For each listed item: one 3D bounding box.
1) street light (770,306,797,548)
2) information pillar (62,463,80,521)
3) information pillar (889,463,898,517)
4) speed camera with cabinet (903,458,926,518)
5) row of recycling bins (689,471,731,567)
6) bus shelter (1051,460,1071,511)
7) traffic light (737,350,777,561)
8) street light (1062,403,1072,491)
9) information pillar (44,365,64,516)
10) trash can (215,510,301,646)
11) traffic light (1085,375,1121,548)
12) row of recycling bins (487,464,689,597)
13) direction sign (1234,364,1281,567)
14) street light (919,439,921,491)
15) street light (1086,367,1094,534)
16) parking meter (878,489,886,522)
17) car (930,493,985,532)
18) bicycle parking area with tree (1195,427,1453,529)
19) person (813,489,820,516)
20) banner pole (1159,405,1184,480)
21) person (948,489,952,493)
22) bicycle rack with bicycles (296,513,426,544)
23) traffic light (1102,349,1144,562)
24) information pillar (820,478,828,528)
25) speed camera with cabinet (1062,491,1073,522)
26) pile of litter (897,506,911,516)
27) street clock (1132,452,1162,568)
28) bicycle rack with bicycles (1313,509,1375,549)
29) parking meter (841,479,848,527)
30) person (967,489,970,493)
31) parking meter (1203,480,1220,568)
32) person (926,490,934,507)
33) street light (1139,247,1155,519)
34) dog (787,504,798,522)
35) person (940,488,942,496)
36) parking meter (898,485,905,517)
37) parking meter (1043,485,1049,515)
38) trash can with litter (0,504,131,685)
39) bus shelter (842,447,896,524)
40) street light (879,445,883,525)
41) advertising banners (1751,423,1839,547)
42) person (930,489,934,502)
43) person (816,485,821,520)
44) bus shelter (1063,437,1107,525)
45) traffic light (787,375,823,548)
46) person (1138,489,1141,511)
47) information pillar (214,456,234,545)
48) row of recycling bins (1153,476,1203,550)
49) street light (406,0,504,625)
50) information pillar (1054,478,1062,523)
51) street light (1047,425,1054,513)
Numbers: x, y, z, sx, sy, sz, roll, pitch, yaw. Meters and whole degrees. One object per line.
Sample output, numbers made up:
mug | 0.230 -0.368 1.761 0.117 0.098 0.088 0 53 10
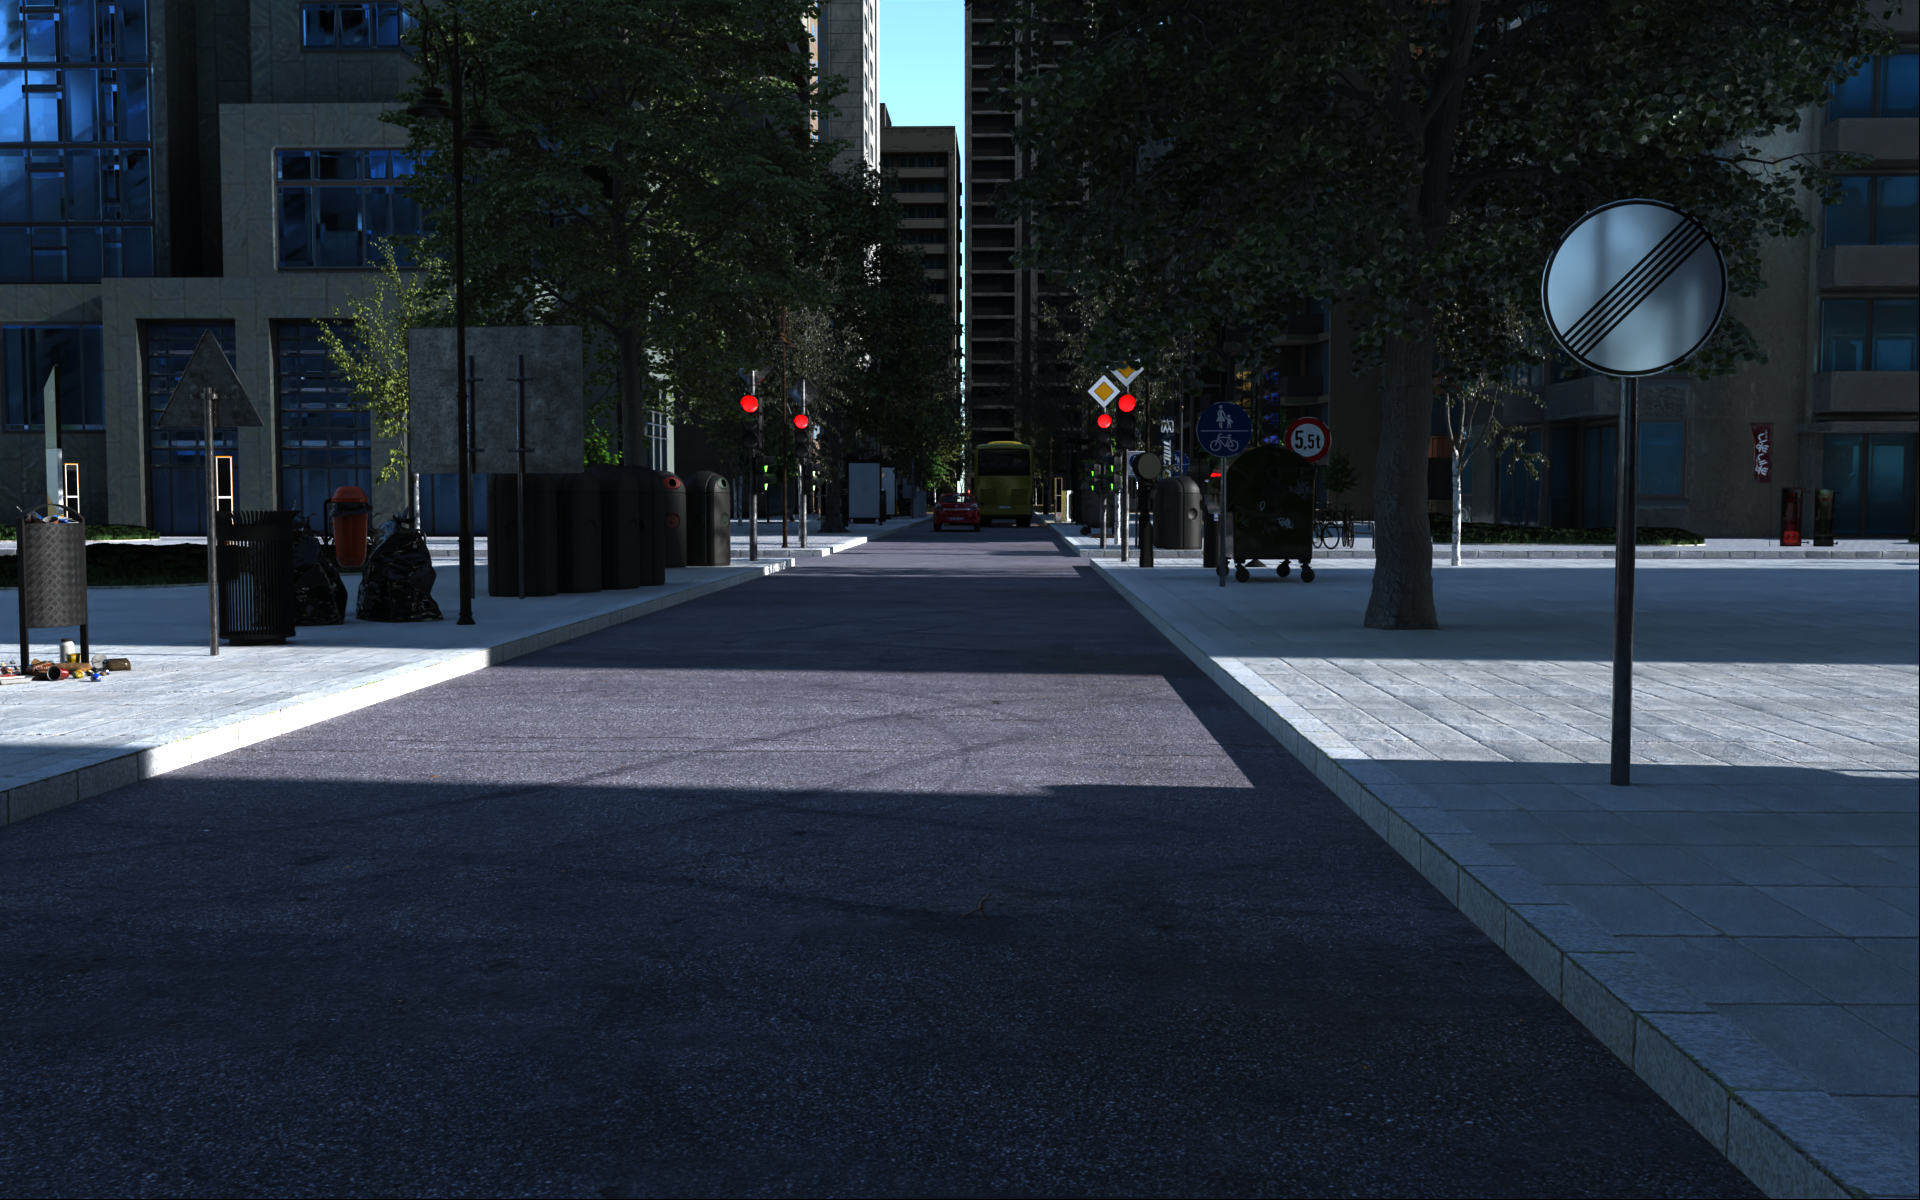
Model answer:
street light | -4.188 -4.189 41.285 0.468 5.910 1.993 0 4 2
information pillar | -21.352 -2.269 41.589 0.304 2.012 0.304 -3 5 -43
information pillar | -3.716 -6.440 96.653 0.504 3.616 0.183 1 4 21
speed camera with cabinet | -2.496 -6.176 95.318 0.660 3.252 2.038 1 4 21
row of recycling bins | -5.543 -1.403 30.049 1.069 1.692 3.534 3 5 44
bus shelter | 6.550 -6.821 105.444 2.014 3.302 5.546 0 4 2
traffic light | -3.936 -2.699 33.044 0.839 4.253 0.868 0 4 2
street light | 5.316 -6.935 86.183 0.468 5.910 1.993 0 4 2
information pillar | -16.553 -2.465 31.661 0.504 3.616 0.183 3 5 39
trash can | -6.022 -0.194 14.818 0.748 1.137 0.748 0 3 0
traffic light | 3.364 -3.175 40.828 0.839 4.253 0.868 0 4 2
row of recycling bins | -5.017 -0.981 23.158 1.069 1.692 3.534 1 4 21
direction sign | 5.206 -2.350 30.412 0.876 3.537 0.379 -1 4 -16
street light | -2.313 -7.791 100.163 0.468 5.910 1.993 0 4 2
street light | 4.201 -5.100 56.169 0.468 5.910 1.993 0 4 2
parking meter | -3.612 -4.411 80.524 0.372 1.533 0.369 0 3 0
car | -0.103 -3.571 67.426 2.155 1.783 4.494 0 4 1
bicycle parking area with tree | 12.989 -4.472 60.120 8.231 4.147 9.016 1 4 18
person | -7.886 -5.527 97.161 0.760 1.731 0.466 -1 4 -14
banner pole | 6.005 -3.601 48.895 0.863 3.779 0.401 0 4 -4
person | -0.931 -9.454 161.443 1.217 1.723 0.721 0 4 5
bicycle rack with bicycles | -11.265 -1.162 32.384 2.925 0.926 2.852 2 4 24
traffic light | 3.122 -2.687 32.847 0.839 4.253 0.868 0 4 2
information pillar | -5.103 -3.758 65.937 0.304 2.012 0.304 2 4 33
speed camera with cabinet | 5.721 -5.298 80.954 2.038 3.252 0.660 -2 4 -26
pile of litter | -3.313 -5.396 102.191 1.176 0.858 1.719 0 4 -1
street clock | 3.257 -1.567 30.197 0.471 2.002 0.358 -1 4 -19
bicycle rack with bicycles | 8.623 -1.705 41.263 2.852 0.926 2.925 0 4 -6
parking meter | -4.534 -3.822 68.197 0.255 1.863 0.399 0 4 -7
person | 0.641 -6.824 120.597 0.617 1.759 0.750 -1 4 -20
parking meter | 4.436 -1.332 30.193 0.372 1.533 0.369 0 3 0
person | -3.153 -10.265 174.593 1.217 1.736 0.721 0 4 -8
street light | 3.515 -3.650 32.471 0.468 5.910 1.993 0 4 2
dog | -7.740 -4.023 80.153 0.800 0.831 0.513 -1 4 -13
person | -1.735 -9.588 162.767 0.705 1.831 1.348 1 4 10
parking meter | -3.350 -5.712 99.099 0.399 1.863 0.255 0 4 -1
parking meter | 5.366 -6.265 108.137 0.255 1.863 0.399 1 4 21
trash can with litter | -6.690 -0.057 11.989 1.678 1.210 2.233 1 4 22
bus shelter | -4.100 -5.098 77.274 2.014 3.302 5.546 0 4 2
street light | -3.244 -5.990 70.730 0.468 5.910 1.993 0 4 2
advertising banners | 20.417 -2.827 42.415 2.074 3.025 0.090 1 4 10
person | -2.974 -10.635 180.453 0.750 1.759 0.617 -2 4 -27
person | -6.838 -4.767 84.321 0.374 1.781 0.599 -1 4 -11
bus shelter | 5.349 -5.061 74.027 1.731 3.624 6.357 0 4 2
traffic light | -3.694 -3.187 41.026 0.839 4.253 0.868 0 4 2
person | 13.357 -7.404 128.013 0.530 1.710 0.541 3 5 40
information pillar | -14.283 -1.779 33.583 0.304 2.012 0.304 -2 4 -34
row of recycling bins | 5.148 -2.102 41.474 1.069 1.692 3.534 0 4 1
street light | -4.864 -2.697 16.876 0.468 5.910 1.993 0 4 2
information pillar | 4.436 -4.505 78.153 0.304 2.012 0.304 0 4 -6
street light | 6.039 -8.733 115.577 0.468 5.910 1.993 0 4 2
